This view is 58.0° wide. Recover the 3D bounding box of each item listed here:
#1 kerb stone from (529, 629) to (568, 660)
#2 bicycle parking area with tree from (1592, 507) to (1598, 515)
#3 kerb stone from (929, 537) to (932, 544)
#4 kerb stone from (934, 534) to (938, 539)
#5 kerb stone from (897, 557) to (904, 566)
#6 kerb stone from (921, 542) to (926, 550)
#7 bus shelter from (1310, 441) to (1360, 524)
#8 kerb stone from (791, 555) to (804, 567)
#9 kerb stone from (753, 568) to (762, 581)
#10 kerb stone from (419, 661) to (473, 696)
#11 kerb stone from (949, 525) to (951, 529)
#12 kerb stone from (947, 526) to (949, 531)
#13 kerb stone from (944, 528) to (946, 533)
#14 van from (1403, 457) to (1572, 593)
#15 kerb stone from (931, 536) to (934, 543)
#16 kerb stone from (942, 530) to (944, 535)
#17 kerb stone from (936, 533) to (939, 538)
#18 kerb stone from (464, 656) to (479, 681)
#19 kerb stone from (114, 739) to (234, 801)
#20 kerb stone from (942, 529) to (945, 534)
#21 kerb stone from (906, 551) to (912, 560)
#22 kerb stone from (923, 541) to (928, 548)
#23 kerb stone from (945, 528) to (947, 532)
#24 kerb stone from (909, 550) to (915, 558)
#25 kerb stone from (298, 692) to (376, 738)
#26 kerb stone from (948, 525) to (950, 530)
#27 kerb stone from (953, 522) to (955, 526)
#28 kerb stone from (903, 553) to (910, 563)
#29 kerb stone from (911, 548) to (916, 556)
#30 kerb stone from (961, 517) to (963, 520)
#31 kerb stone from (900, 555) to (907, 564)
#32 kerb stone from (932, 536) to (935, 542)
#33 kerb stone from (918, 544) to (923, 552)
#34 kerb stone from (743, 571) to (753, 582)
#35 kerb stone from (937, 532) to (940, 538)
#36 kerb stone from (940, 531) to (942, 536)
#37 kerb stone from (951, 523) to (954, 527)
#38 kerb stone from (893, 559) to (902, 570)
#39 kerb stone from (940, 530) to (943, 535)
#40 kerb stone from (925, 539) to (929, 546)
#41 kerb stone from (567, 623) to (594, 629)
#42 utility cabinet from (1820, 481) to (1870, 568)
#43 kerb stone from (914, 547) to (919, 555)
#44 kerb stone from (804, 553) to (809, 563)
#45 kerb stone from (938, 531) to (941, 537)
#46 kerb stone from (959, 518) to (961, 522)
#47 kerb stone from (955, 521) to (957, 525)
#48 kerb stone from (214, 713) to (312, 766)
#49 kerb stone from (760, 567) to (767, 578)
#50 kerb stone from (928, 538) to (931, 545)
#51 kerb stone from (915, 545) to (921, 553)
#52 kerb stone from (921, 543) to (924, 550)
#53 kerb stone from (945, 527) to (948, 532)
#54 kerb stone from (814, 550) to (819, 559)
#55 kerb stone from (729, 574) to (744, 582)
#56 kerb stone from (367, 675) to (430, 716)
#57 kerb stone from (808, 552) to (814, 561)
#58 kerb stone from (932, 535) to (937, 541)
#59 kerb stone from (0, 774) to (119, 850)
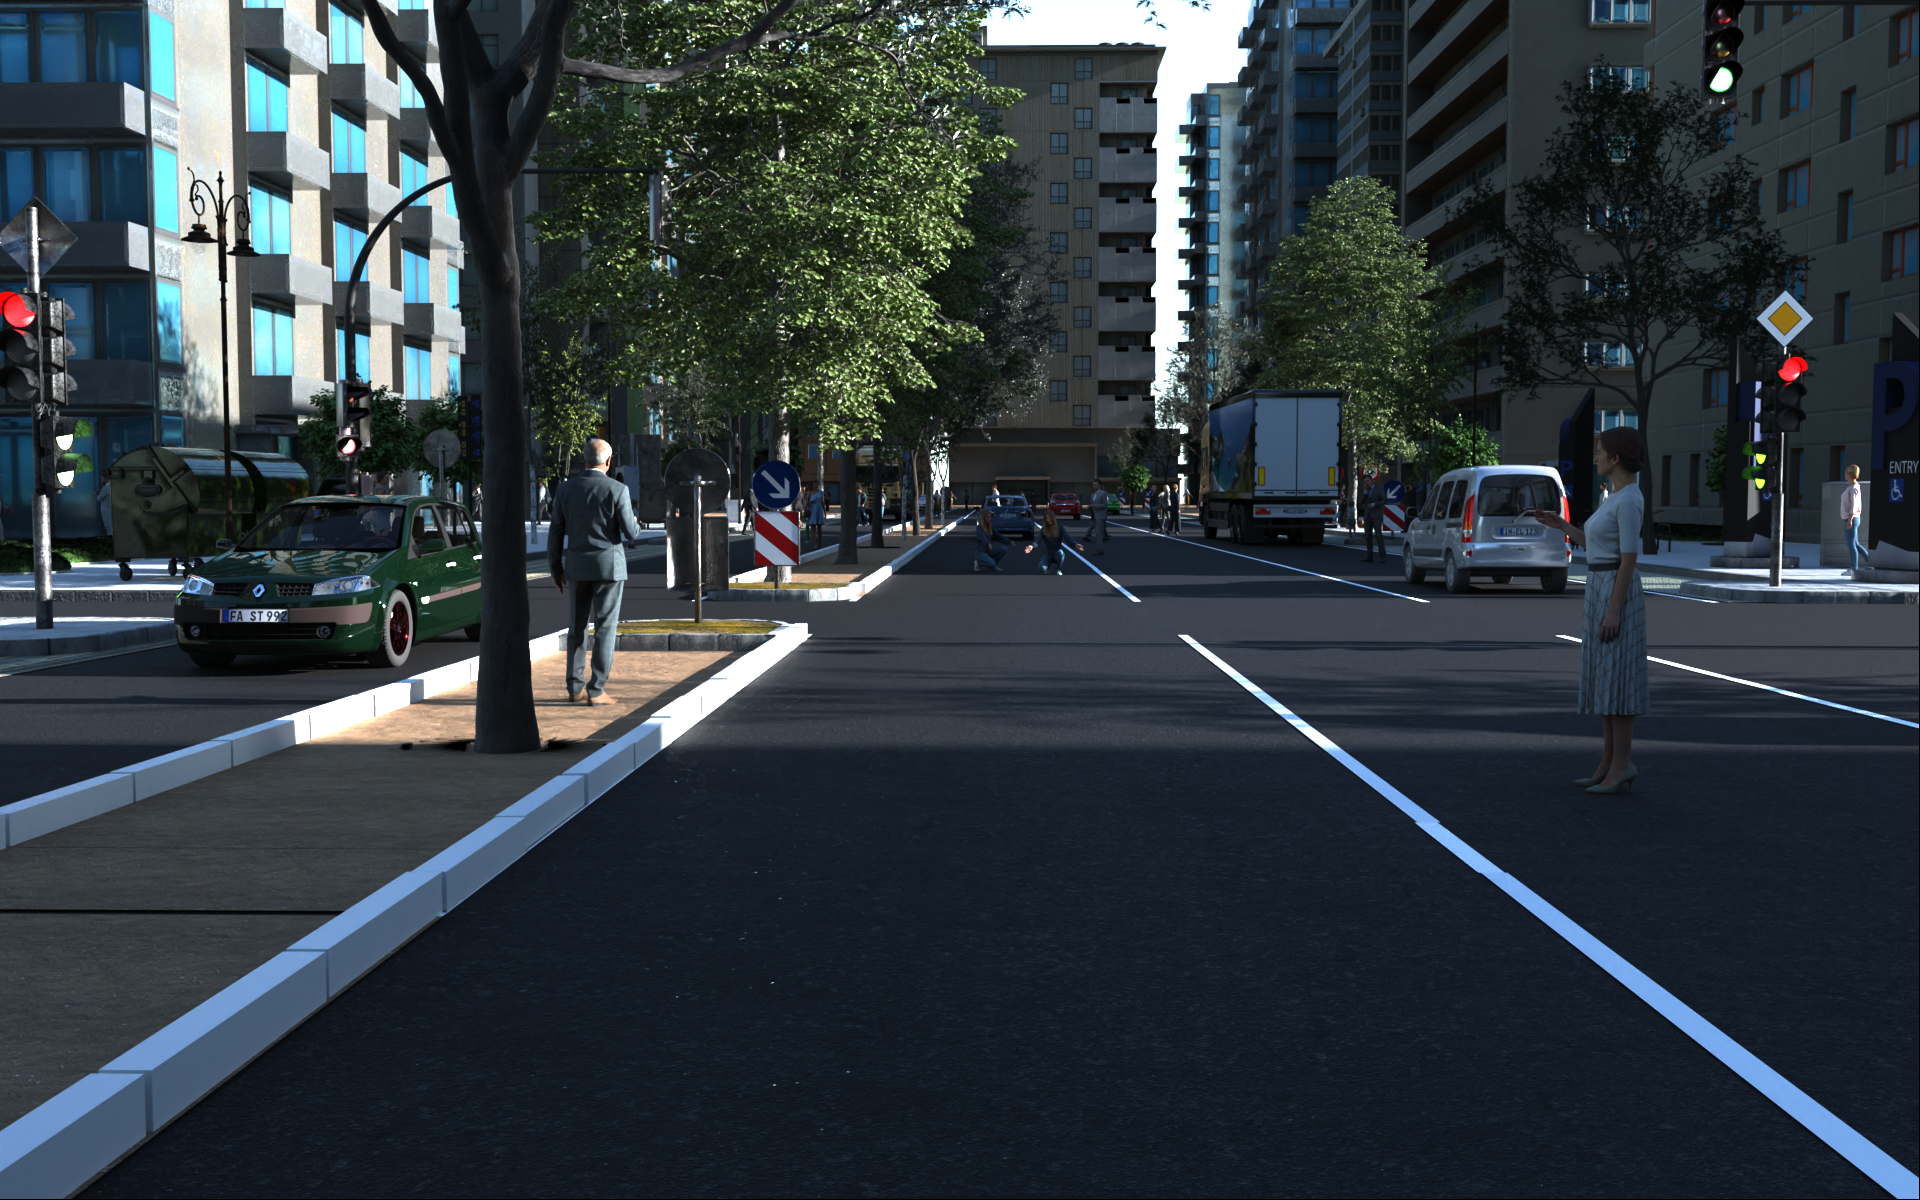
[{"bbox_3d":[-3.707,0.404,15.692,0.120,0.150,1.000,0,4,1],"label":"kerb stone"},{"bbox_3d":[28.803,-4.889,66.934,9.016,4.147,8.231,0,4,1],"label":"bicycle parking area with tree"},{"bbox_3d":[-0.912,-1.576,47.971,0.120,0.150,1.000,0,4,1],"label":"kerb stone"},{"bbox_3d":[-0.819,-1.824,52.063,0.120,0.150,1.000,0,4,1],"label":"kerb stone"},{"bbox_3d":[-1.227,-0.698,33.608,0.120,0.150,1.000,0,4,1],"label":"kerb stone"},{"bbox_3d":[-1.005,-1.324,43.877,0.120,0.150,1.000,0,4,1],"label":"kerb stone"},{"bbox_3d":[16.276,-5.225,76.718,1.731,3.624,6.357,0,4,1],"label":"bus shelter"},{"bbox_3d":[-3.297,-0.763,34.671,0.120,0.150,1.000,0,4,1],"label":"kerb stone"},{"bbox_3d":[-3.430,-0.386,28.508,0.120,0.150,1.000,0,4,1],"label":"kerb stone"},{"bbox_3d":[-3.779,0.586,12.611,0.120,0.150,1.000,0,4,1],"label":"kerb stone"},{"bbox_3d":[-0.514,-2.699,66.418,0.120,0.150,1.000,0,4,1],"label":"kerb stone"},{"bbox_3d":[-0.560,-2.575,64.364,0.120,0.150,1.000,0,4,1],"label":"kerb stone"},{"bbox_3d":[-0.645,-2.328,60.257,0.120,0.150,1.000,0,4,1],"label":"kerb stone"},{"bbox_3d":[7.979,-1.192,26.505,2.013,2.044,4.112,0,4,2],"label":"van"},{"bbox_3d":[-0.892,-1.639,48.996,0.120,0.150,1.000,0,4,1],"label":"kerb stone"},{"bbox_3d":[-0.700,-2.196,58.213,0.120,0.150,1.000,0,4,1],"label":"kerb stone"},{"bbox_3d":[-0.804,-1.885,53.085,0.120,0.150,1.000,0,4,1],"label":"kerb stone"},{"bbox_3d":[-3.753,0.524,13.636,0.120,0.150,1.000,0,4,1],"label":"kerb stone"},{"bbox_3d":[-3.862,0.840,8.509,0.120,0.150,1.000,0,4,1],"label":"kerb stone"},{"bbox_3d":[-0.673,-2.265,59.235,0.120,0.150,1.000,0,4,1],"label":"kerb stone"},{"bbox_3d":[-1.152,-0.887,36.691,0.120,0.150,1.000,0,4,1],"label":"kerb stone"},{"bbox_3d":[-0.974,-1.383,44.905,0.120,0.150,1.000,0,4,1],"label":"kerb stone"},{"bbox_3d":[-0.627,-2.391,61.281,0.120,0.150,1.000,0,4,1],"label":"kerb stone"},{"bbox_3d":[-1.127,-0.942,37.717,0.120,0.150,1.000,0,4,1],"label":"kerb stone"},{"bbox_3d":[-3.819,0.712,10.562,0.120,0.150,1.000,0,4,1],"label":"kerb stone"},{"bbox_3d":[-0.537,-2.640,65.388,0.120,0.150,1.000,0,4,1],"label":"kerb stone"},{"bbox_3d":[-0.381,-3.081,72.565,0.120,0.150,1.000,0,4,1],"label":"kerb stone"},{"bbox_3d":[-1.166,-0.823,35.669,0.120,0.150,1.000,0,4,1],"label":"kerb stone"},{"bbox_3d":[-1.114,-1.012,38.739,0.120,0.150,1.000,0,4,1],"label":"kerb stone"},{"bbox_3d":[-0.052,-4.022,87.954,0.120,0.150,1.000,0,4,1],"label":"kerb stone"},{"bbox_3d":[-1.195,-0.753,34.639,0.120,0.150,1.000,0,4,1],"label":"kerb stone"},{"bbox_3d":[-0.866,-1.702,50.018,0.120,0.150,1.000,0,4,1],"label":"kerb stone"},{"bbox_3d":[-1.042,-1.200,41.829,0.120,0.150,1.000,0,4,1],"label":"kerb stone"},{"bbox_3d":[-3.448,-0.323,27.486,0.120,0.150,1.000,0,4,1],"label":"kerb stone"},{"bbox_3d":[-0.785,-1.952,54.114,0.120,0.150,1.000,0,4,1],"label":"kerb stone"},{"bbox_3d":[-0.734,-2.077,56.162,0.120,0.150,1.000,0,4,1],"label":"kerb stone"},{"bbox_3d":[-0.428,-2.956,70.518,0.120,0.150,1.000,0,4,1],"label":"kerb stone"},{"bbox_3d":[-1.232,-0.635,32.579,0.120,0.150,1.000,0,4,1],"label":"kerb stone"},{"bbox_3d":[-0.710,-2.140,57.191,0.120,0.150,1.000,0,4,1],"label":"kerb stone"},{"bbox_3d":[-0.959,-1.451,45.927,0.120,0.150,1.000,0,4,1],"label":"kerb stone"},{"bbox_3d":[-3.687,0.337,16.714,0.120,0.150,1.000,0,4,1],"label":"kerb stone"},{"bbox_3d":[15.490,-1.303,29.984,0.318,1.500,1.173,-1,4,-22],"label":"utility cabinet"},{"bbox_3d":[-1.090,-1.072,39.771,0.120,0.150,1.000,0,4,1],"label":"kerb stone"},{"bbox_3d":[-3.275,-0.822,35.693,0.120,0.150,1.000,0,4,1],"label":"kerb stone"},{"bbox_3d":[-0.757,-2.015,55.136,0.120,0.150,1.000,0,4,1],"label":"kerb stone"},{"bbox_3d":[-0.145,-3.771,83.849,0.120,0.150,1.000,0,4,1],"label":"kerb stone"},{"bbox_3d":[-0.324,-3.268,75.643,0.120,0.150,1.000,0,4,1],"label":"kerb stone"},{"bbox_3d":[-3.842,0.774,9.536,0.120,0.150,1.000,0,4,1],"label":"kerb stone"},{"bbox_3d":[-3.403,-0.449,29.530,0.120,0.150,1.000,0,4,1],"label":"kerb stone"},{"bbox_3d":[-0.936,-1.514,46.949,0.120,0.150,1.000,0,4,1],"label":"kerb stone"},{"bbox_3d":[-1.070,-1.137,40.793,0.120,0.150,1.000,0,4,1],"label":"kerb stone"},{"bbox_3d":[-1.023,-1.263,42.851,0.120,0.150,1.000,0,4,1],"label":"kerb stone"},{"bbox_3d":[-0.607,-2.451,62.316,0.120,0.150,1.000,0,4,1],"label":"kerb stone"},{"bbox_3d":[-3.236,-0.952,37.760,0.120,0.150,1.000,0,4,1],"label":"kerb stone"},{"bbox_3d":[-3.470,-0.261,26.464,0.120,0.150,1.000,0,4,1],"label":"kerb stone"},{"bbox_3d":[-3.787,0.649,11.589,0.120,0.150,1.000,0,4,1],"label":"kerb stone"},{"bbox_3d":[-3.258,-0.889,36.730,0.120,0.150,1.000,0,4,1],"label":"kerb stone"},{"bbox_3d":[-0.844,-1.764,51.040,0.120,0.150,1.000,0,4,1],"label":"kerb stone"},{"bbox_3d":[-3.883,0.906,7.488,0.120,0.150,1.000,0,4,1],"label":"kerb stone"}]
